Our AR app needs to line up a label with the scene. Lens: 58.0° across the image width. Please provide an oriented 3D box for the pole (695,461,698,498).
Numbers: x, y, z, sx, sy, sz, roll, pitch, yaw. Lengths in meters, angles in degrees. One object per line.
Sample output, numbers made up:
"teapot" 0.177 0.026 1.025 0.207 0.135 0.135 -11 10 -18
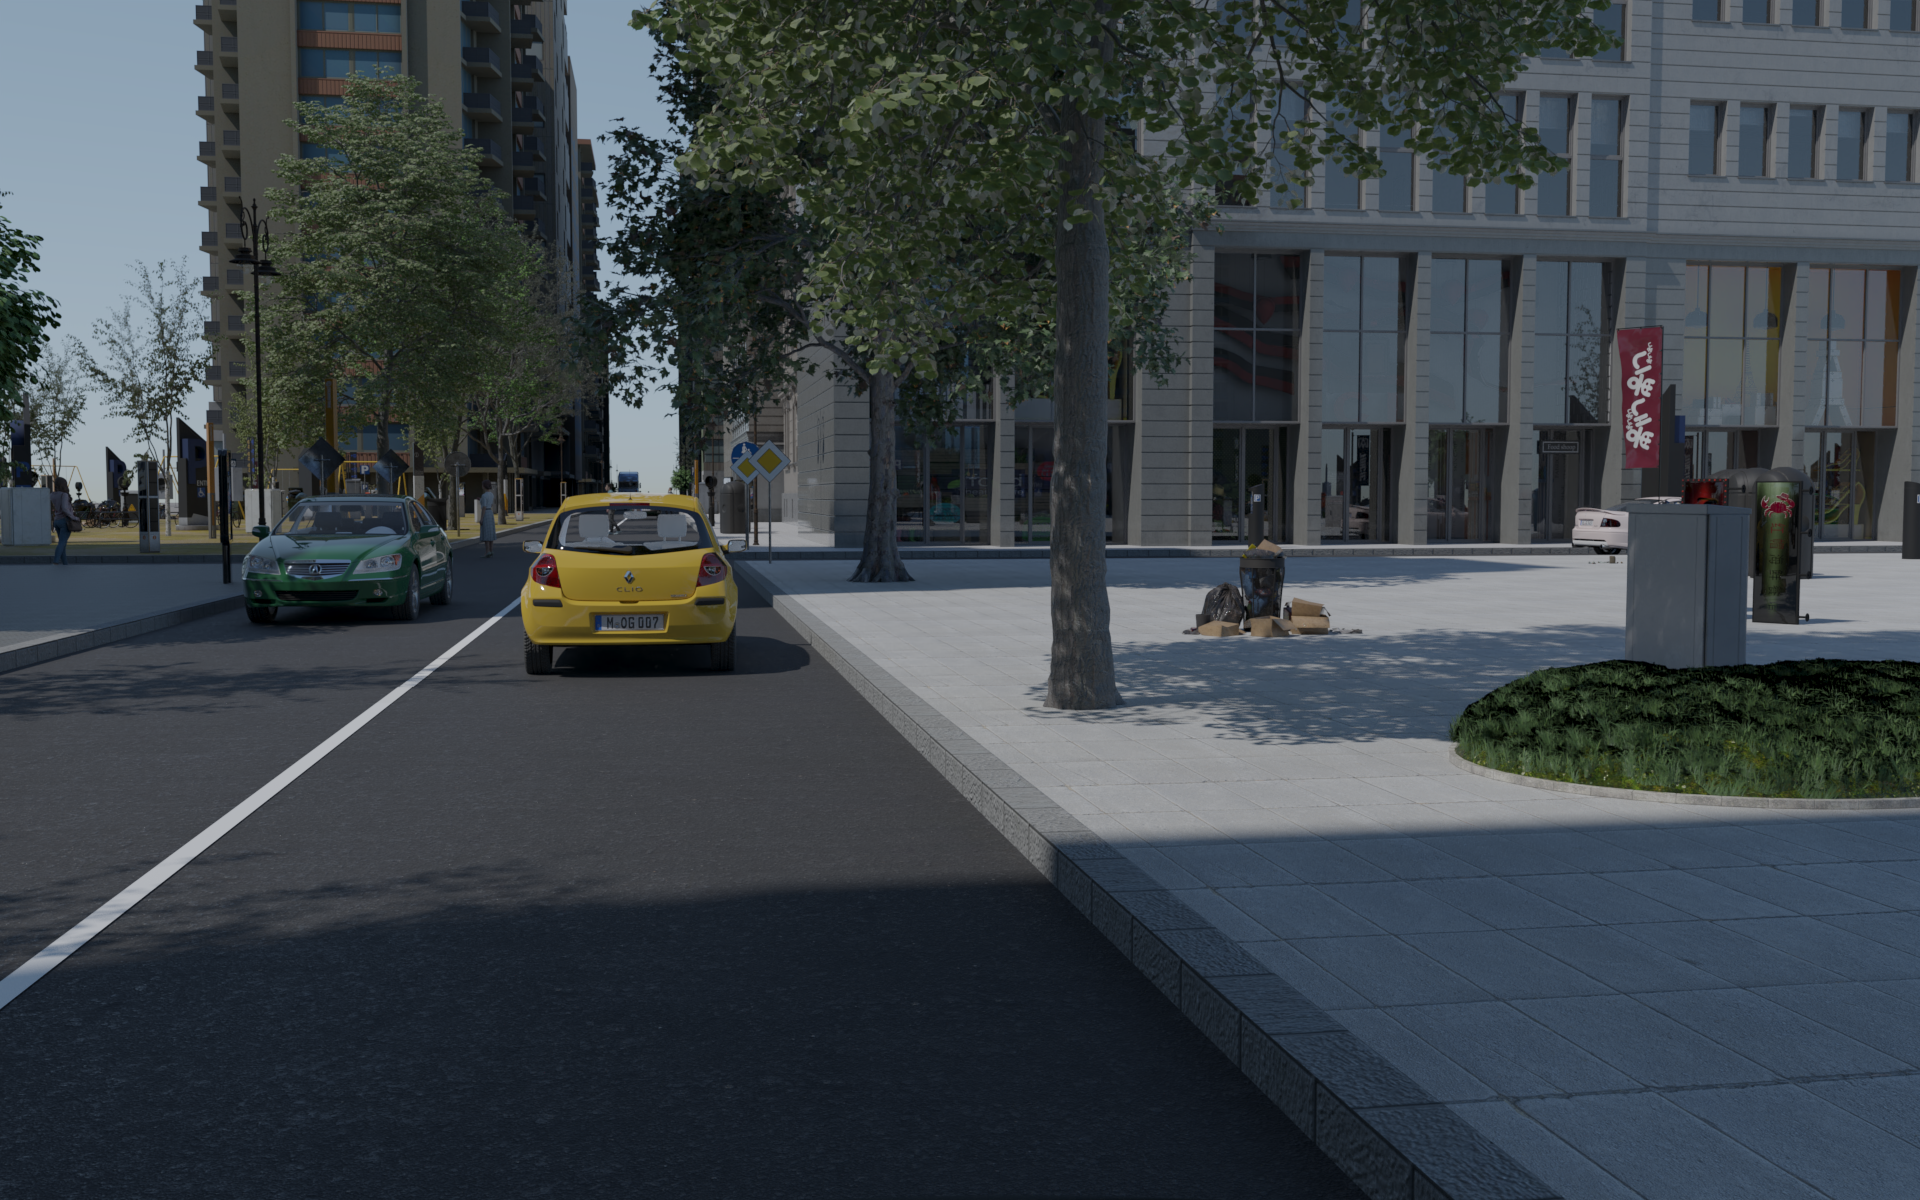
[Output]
"pole" -15.853 -6.752 104.239 0.158 3.312 0.155 0 3 0

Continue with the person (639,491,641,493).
"person" -32.143 -10.140 174.739 0.568 1.767 0.683 1 4 16

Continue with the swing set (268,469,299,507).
"swing set" -41.425 -6.761 108.167 3.119 2.851 2.862 0 4 6

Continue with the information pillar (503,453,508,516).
"information pillar" -26.089 -6.612 99.465 0.183 3.616 0.504 0 4 1

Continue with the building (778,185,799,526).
"building" 0.050 -17.090 66.814 14.401 28.519 23.554 -1 4 -10

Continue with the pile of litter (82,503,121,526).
"pile of litter" -34.749 -3.404 69.612 1.176 0.858 1.719 0 4 -3

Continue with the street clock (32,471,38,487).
"street clock" -28.467 -2.962 52.999 0.358 2.002 0.471 3 5 45

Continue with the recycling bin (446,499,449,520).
"recycling bin" -25.829 -4.482 85.837 0.722 1.027 0.722 3 4 37

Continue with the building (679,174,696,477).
"building" -24.951 -34.784 223.337 22.147 44.769 28.867 -1 4 -10

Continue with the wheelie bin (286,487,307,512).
"wheelie bin" -31.034 -4.471 81.001 0.980 1.594 0.693 0 4 -7

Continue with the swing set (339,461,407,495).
"swing set" -28.216 -5.208 82.764 3.119 2.851 2.862 0 4 -5

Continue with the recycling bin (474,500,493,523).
"recycling bin" -21.308 -3.970 77.465 0.722 1.027 0.722 -1 4 -21

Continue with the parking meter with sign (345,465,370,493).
"parking meter with sign" -30.413 -5.540 86.844 1.738 3.016 0.543 -1 4 -14

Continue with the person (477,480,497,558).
"person" -10.722 -1.832 39.015 0.524 1.755 0.480 1 4 12

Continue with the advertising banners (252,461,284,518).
"advertising banners" -37.058 -5.895 92.572 0.090 3.025 2.074 2 4 32

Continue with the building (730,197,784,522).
"building" -6.538 -14.579 87.525 9.793 20.994 18.267 -1 4 -10

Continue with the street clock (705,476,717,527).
"street clock" -9.808 -3.898 68.304 0.471 2.002 0.358 2 4 33

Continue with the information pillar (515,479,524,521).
"information pillar" -20.884 -4.746 82.082 0.304 2.012 0.304 0 4 2

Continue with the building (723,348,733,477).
"building" -8.962 -15.369 106.042 10.420 20.320 16.860 -1 4 -10

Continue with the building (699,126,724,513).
"building" -11.685 -21.600 124.864 14.160 30.474 14.107 -1 4 -10

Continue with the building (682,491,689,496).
"building" -29.586 -49.452 246.789 20.563 71.187 20.611 -1 4 -10

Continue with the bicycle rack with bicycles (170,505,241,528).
"bicycle rack with bicycles" -28.229 -3.162 65.085 2.852 0.926 2.925 2 4 25

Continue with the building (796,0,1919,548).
"building" 10.603 -16.545 48.005 29.804 29.767 11.434 -1 4 -10

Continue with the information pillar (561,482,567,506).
"information pillar" -24.688 -6.328 107.951 0.304 2.012 0.304 0 4 -1

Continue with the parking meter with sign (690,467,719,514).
"parking meter with sign" -16.317 -7.008 110.838 1.738 3.016 0.543 1 4 8

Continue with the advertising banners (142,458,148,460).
"advertising banners" -37.065 -5.001 77.961 0.090 3.025 2.074 0 4 6

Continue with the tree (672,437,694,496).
"tree" -32.205 -15.600 205.426 4.360 8.622 3.978 0 3 0

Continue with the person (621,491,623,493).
"person" -32.182 -9.489 164.582 0.756 1.711 0.436 2 4 24

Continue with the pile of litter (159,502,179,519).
"pile of litter" -40.379 -4.538 88.161 1.176 0.858 1.719 -3 5 -40

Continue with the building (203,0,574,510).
"building" -48.346 -34.387 151.462 28.713 52.752 27.495 -1 4 -10

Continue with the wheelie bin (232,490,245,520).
"wheelie bin" -36.250 -4.840 87.040 0.693 1.594 0.980 1 4 17

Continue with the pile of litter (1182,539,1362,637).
"pile of litter" 2.908 -0.123 15.976 1.719 0.858 1.176 0 4 5

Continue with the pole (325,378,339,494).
"pole" -11.111 -2.252 30.670 0.158 3.312 0.155 0 3 0

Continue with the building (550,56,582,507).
"building" -45.462 -32.003 173.360 14.600 45.320 14.200 -1 4 -10

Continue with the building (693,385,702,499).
"building" -12.918 -20.266 176.388 27.650 21.520 28.899 -1 4 -10

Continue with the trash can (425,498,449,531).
"trash can" -17.426 -2.818 57.734 0.748 1.137 0.748 0 3 0

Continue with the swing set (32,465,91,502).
"swing set" -49.536 -5.930 94.574 2.862 2.851 3.119 1 4 22

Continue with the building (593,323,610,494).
"building" -59.608 -29.754 258.175 14.160 30.474 14.107 -1 4 -10

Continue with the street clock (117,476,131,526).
"street clock" -33.740 -4.000 69.974 0.471 2.002 0.358 -3 5 -39

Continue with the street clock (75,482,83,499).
"street clock" -52.267 -6.006 102.770 0.358 2.002 0.471 0 4 0

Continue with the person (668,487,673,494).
"person" -15.656 -5.166 93.138 0.473 1.802 0.592 2 4 33

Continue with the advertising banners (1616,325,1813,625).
"advertising banners" 7.605 -1.310 17.605 0.090 3.025 2.074 -3 5 -40

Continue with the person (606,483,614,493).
"person" -12.327 -3.241 61.505 0.620 1.820 0.660 -1 4 -8

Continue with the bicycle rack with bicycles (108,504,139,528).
"bicycle rack with bicycles" -32.148 -3.166 65.148 2.852 0.926 2.925 3 4 37

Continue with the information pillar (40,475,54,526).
"information pillar" -35.197 -3.811 66.801 0.304 2.012 0.304 1 4 18

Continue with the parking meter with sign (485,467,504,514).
"parking meter with sign" -29.660 -6.928 109.541 1.738 3.016 0.543 0 4 -8

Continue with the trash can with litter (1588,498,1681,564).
"trash can with litter" 12.689 -1.274 31.896 2.233 1.210 1.678 0 4 7

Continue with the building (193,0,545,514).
"building" -41.381 -28.705 123.958 22.147 44.769 28.867 -1 4 -10

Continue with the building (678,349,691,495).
"building" -35.912 -30.142 264.521 14.160 30.474 14.107 -1 4 -10

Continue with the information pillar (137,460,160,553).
"information pillar" -17.708 -2.038 37.807 0.304 2.012 0.304 2 4 23

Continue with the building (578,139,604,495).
"building" -54.732 -33.798 207.214 22.147 44.769 28.867 -1 4 -10

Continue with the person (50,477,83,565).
"person" -16.597 -1.400 31.980 0.593 1.750 0.643 2 4 28

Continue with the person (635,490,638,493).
"person" -25.844 -7.914 138.422 0.617 1.759 0.750 0 4 -7

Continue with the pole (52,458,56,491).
"pole" -51.283 -6.379 98.141 0.158 3.312 0.155 0 3 0

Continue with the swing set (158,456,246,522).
"swing set" -31.395 -4.474 70.769 3.119 2.851 2.862 1 4 19

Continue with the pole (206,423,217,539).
"pole" -21.463 -3.413 49.639 0.158 3.312 0.155 0 3 0

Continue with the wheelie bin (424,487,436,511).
"wheelie bin" -24.835 -4.460 80.823 0.693 1.594 0.980 -1 4 -9

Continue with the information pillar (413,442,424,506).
"information pillar" -24.597 -5.340 78.660 0.504 3.616 0.183 -3 5 -43

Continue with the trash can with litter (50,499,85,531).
"trash can with litter" -31.847 -3.078 61.387 1.678 1.210 2.233 1 4 20
